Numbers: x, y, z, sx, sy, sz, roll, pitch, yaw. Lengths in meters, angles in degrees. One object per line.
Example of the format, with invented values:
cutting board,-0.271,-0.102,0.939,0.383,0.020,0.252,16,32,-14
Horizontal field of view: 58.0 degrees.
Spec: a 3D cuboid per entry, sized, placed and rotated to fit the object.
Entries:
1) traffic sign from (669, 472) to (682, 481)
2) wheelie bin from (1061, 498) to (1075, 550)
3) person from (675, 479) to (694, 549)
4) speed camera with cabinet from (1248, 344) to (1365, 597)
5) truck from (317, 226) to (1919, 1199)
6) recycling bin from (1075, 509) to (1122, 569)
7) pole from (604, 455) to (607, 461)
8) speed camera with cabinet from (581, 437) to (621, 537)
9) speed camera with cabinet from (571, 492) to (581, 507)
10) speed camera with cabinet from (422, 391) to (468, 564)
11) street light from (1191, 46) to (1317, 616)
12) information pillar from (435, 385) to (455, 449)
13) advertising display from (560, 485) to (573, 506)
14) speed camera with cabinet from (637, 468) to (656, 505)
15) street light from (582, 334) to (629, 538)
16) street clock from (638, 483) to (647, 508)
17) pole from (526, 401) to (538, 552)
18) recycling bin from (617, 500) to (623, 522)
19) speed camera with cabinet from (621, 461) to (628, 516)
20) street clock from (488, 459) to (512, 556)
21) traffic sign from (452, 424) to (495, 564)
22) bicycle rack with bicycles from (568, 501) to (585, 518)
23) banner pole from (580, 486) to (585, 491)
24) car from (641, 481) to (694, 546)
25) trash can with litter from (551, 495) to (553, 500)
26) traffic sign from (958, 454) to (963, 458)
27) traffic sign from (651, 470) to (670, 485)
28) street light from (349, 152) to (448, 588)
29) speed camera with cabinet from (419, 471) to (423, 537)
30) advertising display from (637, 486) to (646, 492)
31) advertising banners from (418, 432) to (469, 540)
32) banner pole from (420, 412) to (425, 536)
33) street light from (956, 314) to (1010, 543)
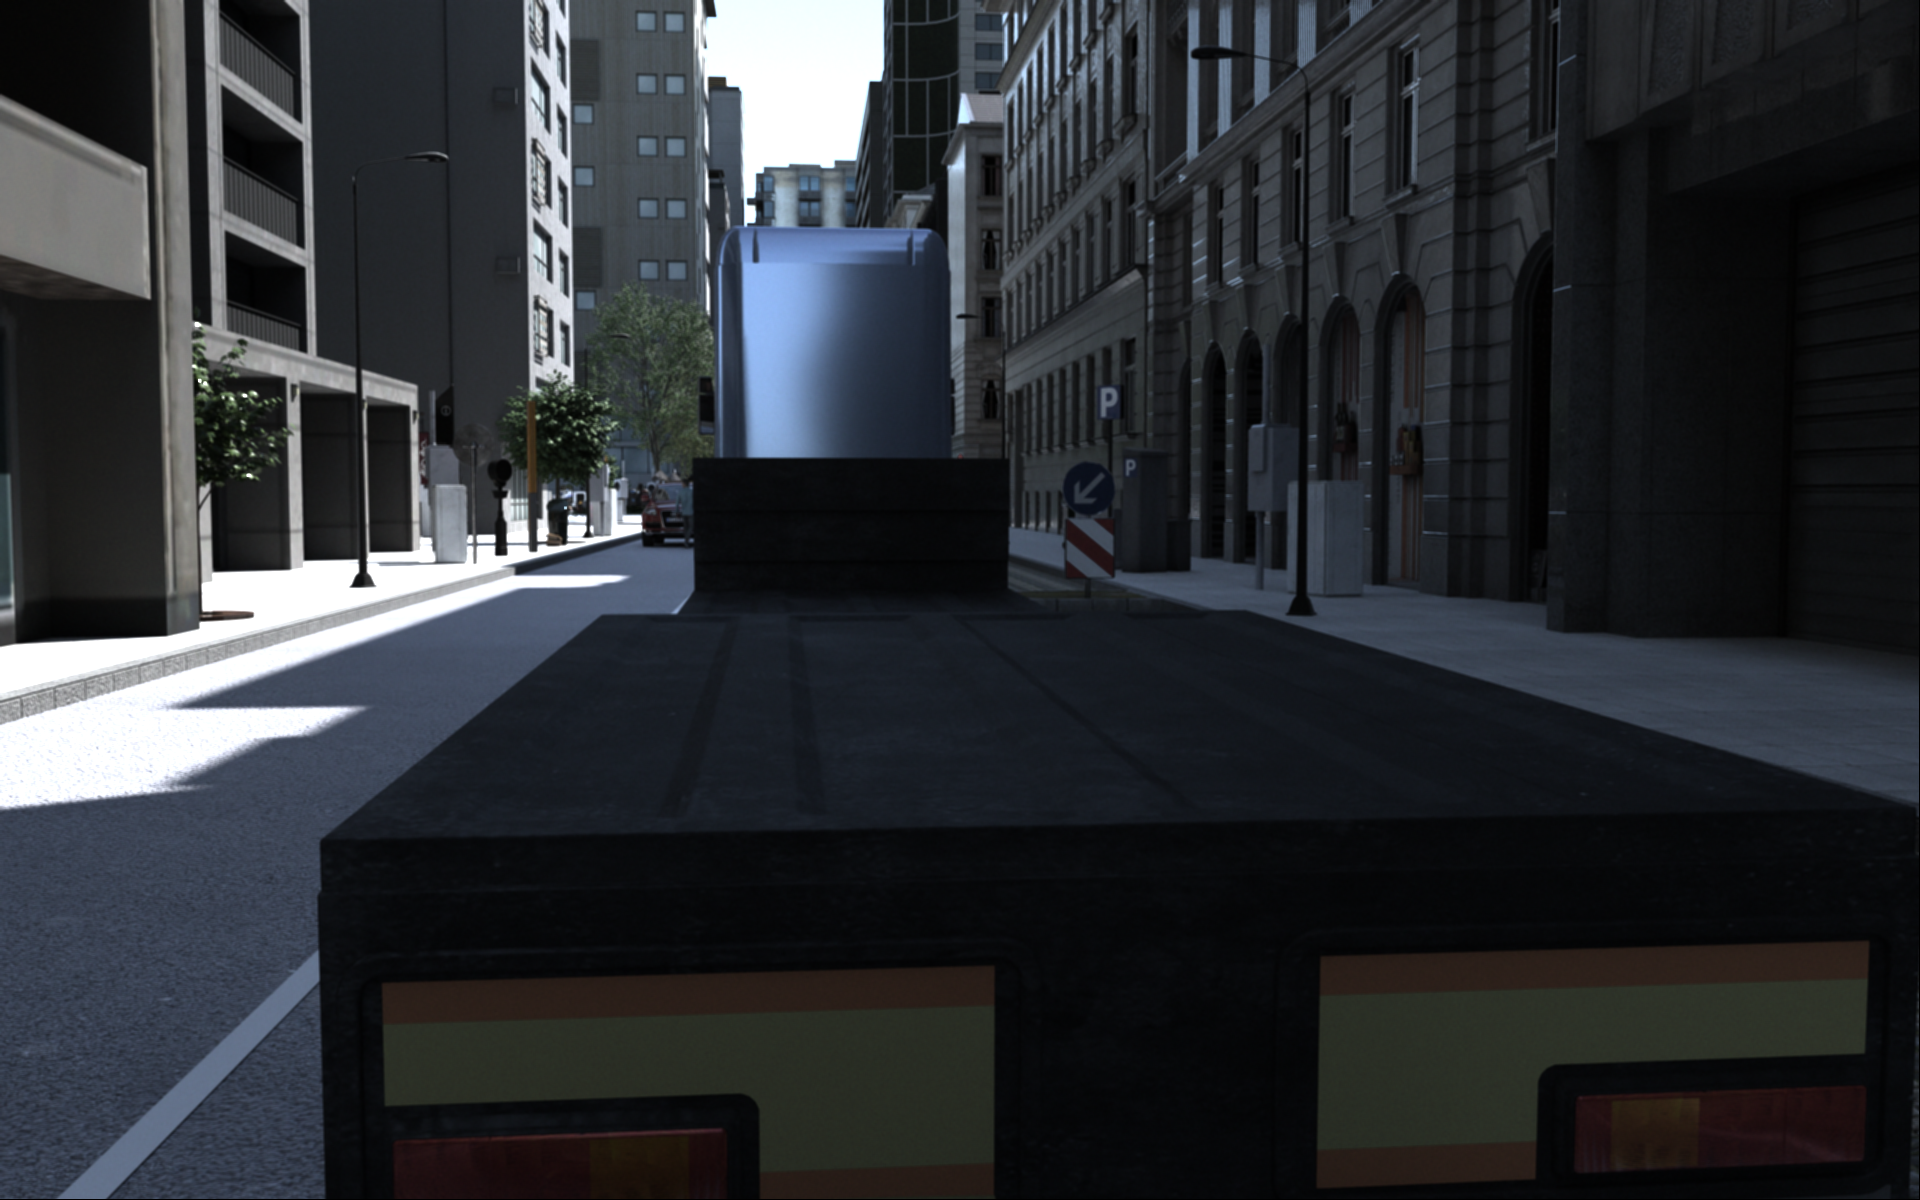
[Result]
traffic sign,-12.985,-4.590,78.695,0.795,2.450,0.064,0,4,-5
wheelie bin,2.671,-1.915,39.217,0.693,1.594,0.980,-1,4,-9
person,-7.238,-2.286,45.739,0.638,1.841,0.748,1,4,18
speed camera with cabinet,4.456,-1.716,22.386,0.660,3.252,2.038,-1,4,-19
truck,-0.674,-1.347,11.787,2.967,4.110,18.799,0,4,-6
recycling bin,2.439,-1.057,29.843,0.722,1.027,0.722,2,4,28
pole,-18.707,-5.967,91.407,0.158,3.312,0.155,0,3,0
speed camera with cabinet,-10.850,-3.548,52.353,0.660,3.252,2.038,0,4,-1
speed camera with cabinet,-27.493,-8.120,127.091,2.038,3.252,0.660,-3,5,-41
speed camera with cabinet,-9.675,-2.342,32.622,0.660,3.252,2.038,-1,4,-21
street light,3.087,-2.791,18.173,1.470,5.913,1.316,0,4,-5
information pillar,-11.080,-2.806,37.225,0.504,3.616,0.183,0,4,5
advertising display,-28.197,-7.275,124.165,0.974,1.923,0.123,1,4,14
speed camera with cabinet,-24.176,-8.439,132.315,2.038,3.252,0.660,0,4,5
street light,-10.287,-4.757,50.322,1.470,5.913,1.316,0,4,-5
street clock,-21.208,-6.756,115.038,0.358,2.002,0.471,0,4,1
pole,-9.400,-2.703,38.040,0.158,3.312,0.155,0,3,0
recycling bin,-15.815,-4.063,78.977,0.722,1.027,0.722,-2,4,-31
speed camera with cabinet,-20.450,-6.612,102.436,2.038,3.252,0.660,3,5,45
street clock,-9.505,-1.912,35.831,0.358,2.002,0.471,2,4,33
traffic sign,-8.849,-1.922,31.529,0.768,2.556,0.104,0,4,-1
bicycle rack with bicycles,-22.157,-5.003,95.176,2.852,0.926,2.925,-2,4,-32
banner pole,-30.463,-9.179,140.090,0.401,3.779,0.863,2,4,28
car,-7.821,-2.474,49.116,2.281,1.827,5.304,0,4,-5
trash can with litter,-30.662,-7.212,128.972,2.233,1.210,1.678,-1,4,-23
traffic sign,0.013,-3.427,56.029,0.884,2.594,0.081,0,4,-2
traffic sign,-12.233,-4.104,70.746,0.795,2.450,0.064,0,4,-5
street light,-7.662,-3.127,23.668,1.470,5.913,1.316,0,4,-5
speed camera with cabinet,-15.665,-3.453,50.797,0.660,3.252,2.038,2,4,28
advertising display,-26.000,-8.319,141.226,0.974,1.923,0.123,3,5,42
advertising banners,-14.484,-3.194,48.413,2.074,3.025,0.090,2,4,34
banner pole,-16.534,-3.829,52.622,0.863,3.779,0.401,-2,4,-35
street light,0.596,-4.422,44.840,1.470,5.913,1.316,0,4,-5
